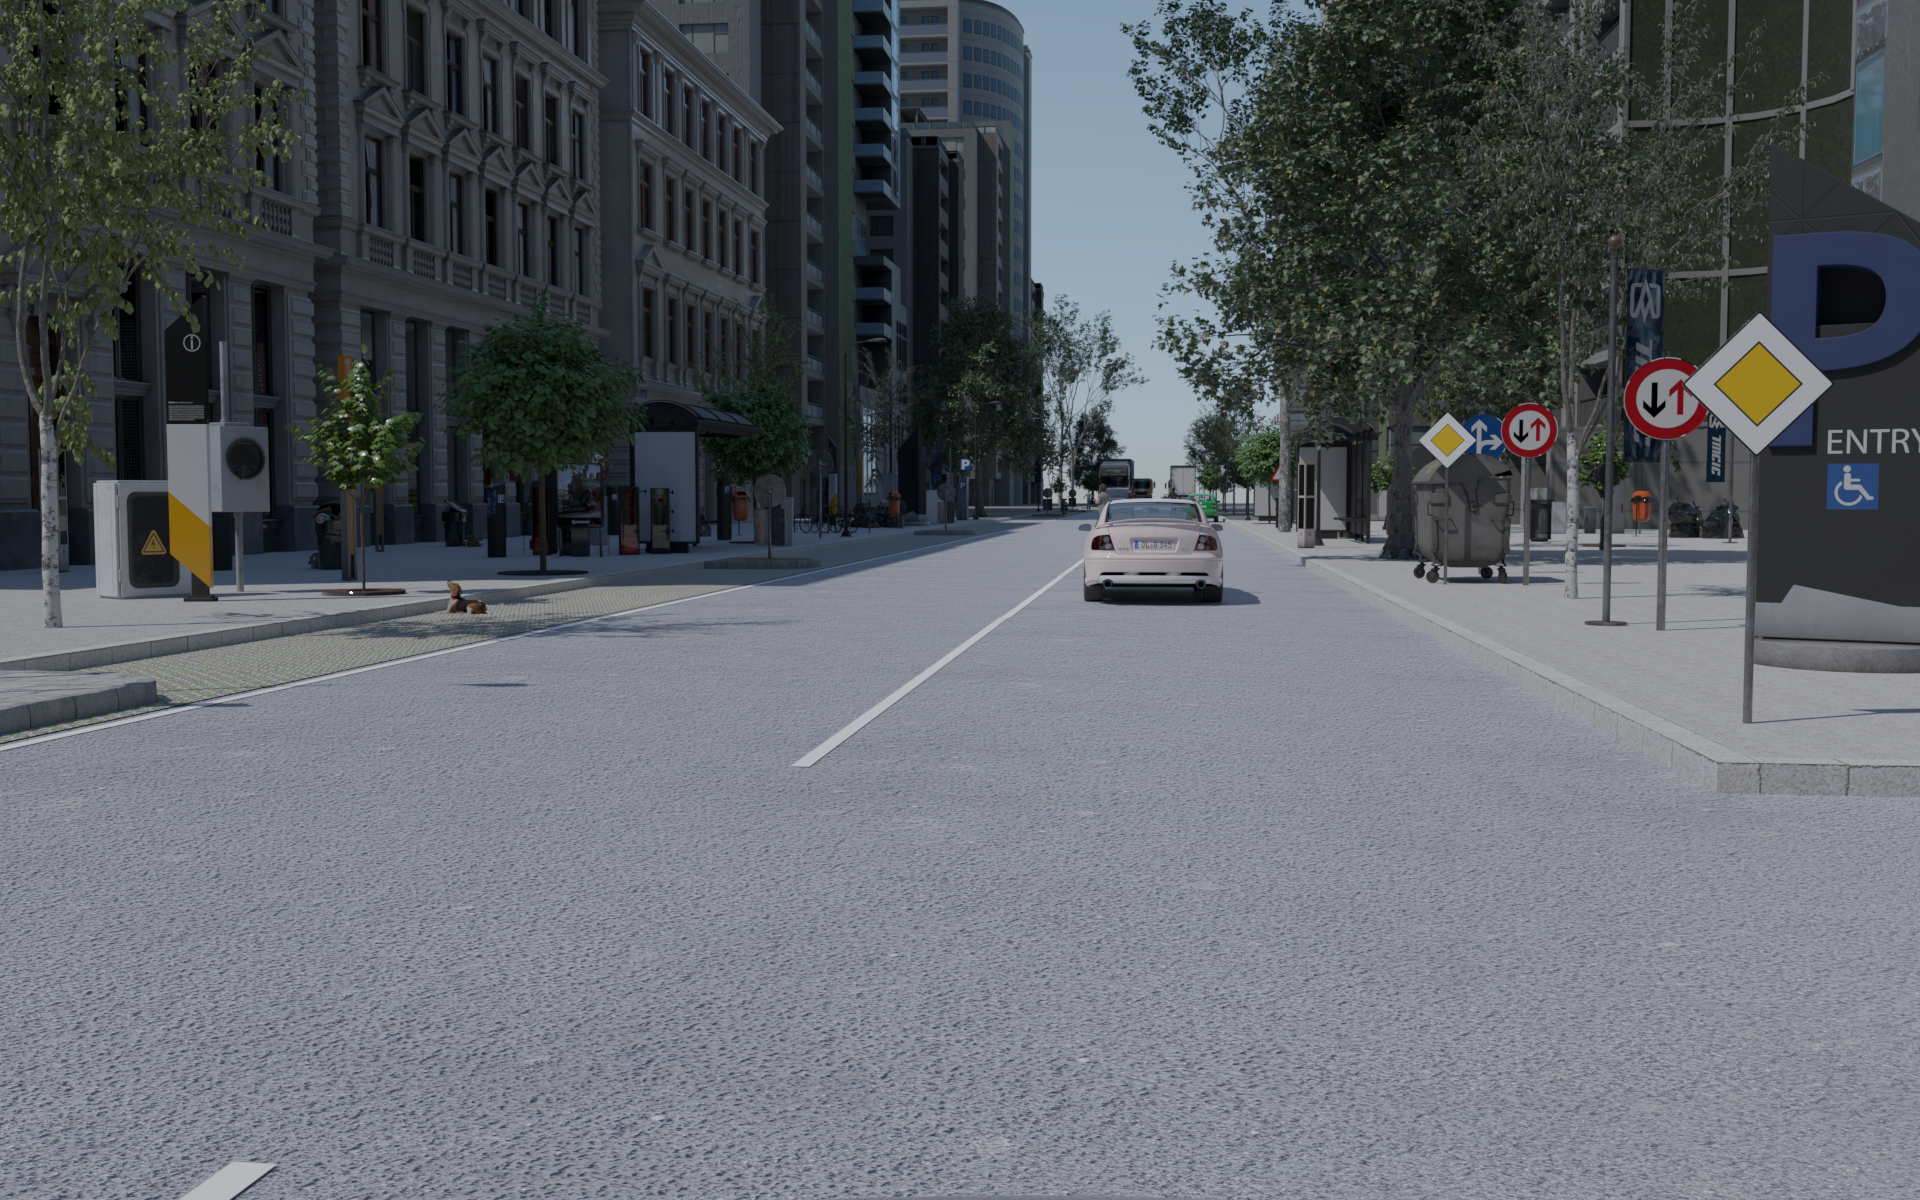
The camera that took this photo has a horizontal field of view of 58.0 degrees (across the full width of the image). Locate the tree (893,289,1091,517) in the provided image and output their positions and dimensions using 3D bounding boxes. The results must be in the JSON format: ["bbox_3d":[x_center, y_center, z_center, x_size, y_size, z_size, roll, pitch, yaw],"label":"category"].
[{"bbox_3d":[0.983,-11.009,97.007,9.611,12.733,9.660,0,3,0],"label":"tree"}]

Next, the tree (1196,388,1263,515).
[{"bbox_3d":[16.609,-9.538,106.308,4.360,8.622,3.978,0,3,0],"label":"tree"}]

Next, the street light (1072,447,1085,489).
[{"bbox_3d":[11.581,-12.068,169.849,1.470,5.913,1.316,0,4,7],"label":"street light"}]

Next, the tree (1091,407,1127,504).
[{"bbox_3d":[17.473,-19.031,228.160,9.611,12.733,9.660,0,3,0],"label":"tree"}]

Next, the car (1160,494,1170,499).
[{"bbox_3d":[25.669,-12.307,213.021,2.131,1.459,4.920,1,4,8],"label":"car"}]

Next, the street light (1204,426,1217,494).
[{"bbox_3d":[17.689,-8.955,118.953,1.470,5.913,1.316,0,4,7],"label":"street light"}]

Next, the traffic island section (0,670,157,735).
[{"bbox_3d":[-6.583,0.687,11.055,2.009,0.180,2.903,0,4,7],"label":"traffic island section"}]

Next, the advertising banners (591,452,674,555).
[{"bbox_3d":[-6.933,-2.458,36.377,2.074,3.025,0.090,-3,5,-41],"label":"advertising banners"}]

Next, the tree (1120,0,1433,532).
[{"bbox_3d":[11.919,-12.275,56.579,12.611,20.169,13.585,0,3,0],"label":"tree"}]

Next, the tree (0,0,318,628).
[{"bbox_3d":[-8.521,-4.046,16.521,4.737,8.622,4.395,0,3,0],"label":"tree"}]

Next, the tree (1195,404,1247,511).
[{"bbox_3d":[20.396,-11.168,132.964,4.737,8.622,4.395,0,3,0],"label":"tree"}]

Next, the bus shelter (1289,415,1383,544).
[{"bbox_3d":[10.102,-3.246,47.003,2.014,3.302,5.546,0,4,7],"label":"bus shelter"}]

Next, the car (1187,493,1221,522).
[{"bbox_3d":[12.450,-4.925,89.313,1.959,1.807,4.718,1,4,9],"label":"car"}]

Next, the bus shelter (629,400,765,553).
[{"bbox_3d":[-6.106,-2.814,39.938,2.014,3.302,5.546,0,4,7],"label":"bus shelter"}]

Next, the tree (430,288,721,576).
[{"bbox_3d":[-6.798,-2.695,27.784,4.285,4.588,4.351,0,3,0],"label":"tree"}]

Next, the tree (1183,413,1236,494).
[{"bbox_3d":[31.378,-17.750,215.974,9.928,11.665,9.643,0,3,0],"label":"tree"}]

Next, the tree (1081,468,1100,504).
[{"bbox_3d":[18.932,-15.449,236.307,4.285,4.588,4.351,0,3,0],"label":"tree"}]

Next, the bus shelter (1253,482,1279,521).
[{"bbox_3d":[14.361,-5.225,79.345,2.014,3.302,5.546,0,4,7],"label":"bus shelter"}]

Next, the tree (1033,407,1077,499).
[{"bbox_3d":[7.573,-11.767,142.760,4.737,8.622,4.395,0,3,0],"label":"tree"}]

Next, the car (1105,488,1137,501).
[{"bbox_3d":[9.590,-5.903,105.186,2.281,1.827,5.304,0,4,6],"label":"car"}]

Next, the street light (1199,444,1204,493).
[{"bbox_3d":[22.864,-11.468,160.043,1.470,5.913,1.316,0,4,7],"label":"street light"}]

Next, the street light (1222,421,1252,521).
[{"bbox_3d":[13.389,-6.795,83.646,1.470,5.913,1.316,0,4,7],"label":"street light"}]

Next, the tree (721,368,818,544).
[{"bbox_3d":[-5.372,-3.771,45.371,4.285,4.588,4.351,0,3,0],"label":"tree"}]

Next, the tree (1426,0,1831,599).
[{"bbox_3d":[7.644,-4.308,20.794,4.360,8.622,3.978,0,3,0],"label":"tree"}]

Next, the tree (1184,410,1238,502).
[{"bbox_3d":[28.191,-15.770,192.251,7.601,10.594,8.767,-1,4,-20],"label":"tree"}]

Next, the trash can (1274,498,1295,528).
[{"bbox_3d":[11.689,-3.107,62.458,0.748,1.137,0.748,0,3,0],"label":"trash can"}]

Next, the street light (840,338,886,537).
[{"bbox_3d":[-2.884,-4.849,51.827,1.470,5.913,1.316,0,4,7],"label":"street light"}]

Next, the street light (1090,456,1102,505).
[{"bbox_3d":[16.560,-14.564,210.656,1.470,5.913,1.316,0,4,7],"label":"street light"}]

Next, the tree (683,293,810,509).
[{"bbox_3d":[-7.572,-6.877,62.796,4.737,8.622,4.395,0,3,0],"label":"tree"}]

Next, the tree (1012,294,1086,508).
[{"bbox_3d":[10.327,-18.697,161.590,12.611,20.169,13.585,0,3,0],"label":"tree"}]

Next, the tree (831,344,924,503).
[{"bbox_3d":[-3.986,-8.211,84.606,4.360,8.622,3.978,0,3,0],"label":"tree"}]

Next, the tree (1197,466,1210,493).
[{"bbox_3d":[18.415,-7.768,110.722,4.285,4.588,4.351,0,3,0],"label":"tree"}]

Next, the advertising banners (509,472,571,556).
[{"bbox_3d":[-8.736,-2.447,36.196,2.074,3.025,0.090,2,4,28],"label":"advertising banners"}]

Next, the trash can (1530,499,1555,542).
[{"bbox_3d":[15.579,-2.134,46.544,0.748,1.137,0.748,0,3,0],"label":"trash can"}]

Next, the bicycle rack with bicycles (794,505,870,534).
[{"bbox_3d":[-4.239,-2.686,57.303,2.852,0.926,2.925,-3,5,-43],"label":"bicycle rack with bicycles"}]

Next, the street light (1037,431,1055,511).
[{"bbox_3d":[6.348,-9.515,128.112,1.470,5.913,1.316,0,4,7],"label":"street light"}]

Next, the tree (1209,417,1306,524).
[{"bbox_3d":[13.355,-5.530,74.128,4.285,4.588,4.351,0,3,0],"label":"tree"}]

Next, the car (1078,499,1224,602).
[{"bbox_3d":[2.692,-0.735,24.384,2.083,1.381,4.827,0,4,5],"label":"car"}]

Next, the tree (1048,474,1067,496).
[{"bbox_3d":[8.763,-9.766,154.281,1.663,3.219,1.824,0,3,0],"label":"tree"}]

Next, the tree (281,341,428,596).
[{"bbox_3d":[-7.556,-1.676,22.009,1.663,3.219,1.824,0,3,0],"label":"tree"}]

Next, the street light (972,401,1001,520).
[{"bbox_3d":[1.335,-6.999,86.972,1.470,5.913,1.316,0,4,7],"label":"street light"}]

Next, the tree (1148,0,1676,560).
[{"bbox_3d":[8.726,-7.145,33.830,9.611,12.733,9.660,0,3,0],"label":"tree"}]

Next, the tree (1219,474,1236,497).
[{"bbox_3d":[22.365,-9.295,146.575,1.663,3.219,1.824,0,3,0],"label":"tree"}]

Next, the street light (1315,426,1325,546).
[{"bbox_3d":[8.342,-4.300,42.849,1.470,5.913,1.316,0,4,7],"label":"street light"}]
